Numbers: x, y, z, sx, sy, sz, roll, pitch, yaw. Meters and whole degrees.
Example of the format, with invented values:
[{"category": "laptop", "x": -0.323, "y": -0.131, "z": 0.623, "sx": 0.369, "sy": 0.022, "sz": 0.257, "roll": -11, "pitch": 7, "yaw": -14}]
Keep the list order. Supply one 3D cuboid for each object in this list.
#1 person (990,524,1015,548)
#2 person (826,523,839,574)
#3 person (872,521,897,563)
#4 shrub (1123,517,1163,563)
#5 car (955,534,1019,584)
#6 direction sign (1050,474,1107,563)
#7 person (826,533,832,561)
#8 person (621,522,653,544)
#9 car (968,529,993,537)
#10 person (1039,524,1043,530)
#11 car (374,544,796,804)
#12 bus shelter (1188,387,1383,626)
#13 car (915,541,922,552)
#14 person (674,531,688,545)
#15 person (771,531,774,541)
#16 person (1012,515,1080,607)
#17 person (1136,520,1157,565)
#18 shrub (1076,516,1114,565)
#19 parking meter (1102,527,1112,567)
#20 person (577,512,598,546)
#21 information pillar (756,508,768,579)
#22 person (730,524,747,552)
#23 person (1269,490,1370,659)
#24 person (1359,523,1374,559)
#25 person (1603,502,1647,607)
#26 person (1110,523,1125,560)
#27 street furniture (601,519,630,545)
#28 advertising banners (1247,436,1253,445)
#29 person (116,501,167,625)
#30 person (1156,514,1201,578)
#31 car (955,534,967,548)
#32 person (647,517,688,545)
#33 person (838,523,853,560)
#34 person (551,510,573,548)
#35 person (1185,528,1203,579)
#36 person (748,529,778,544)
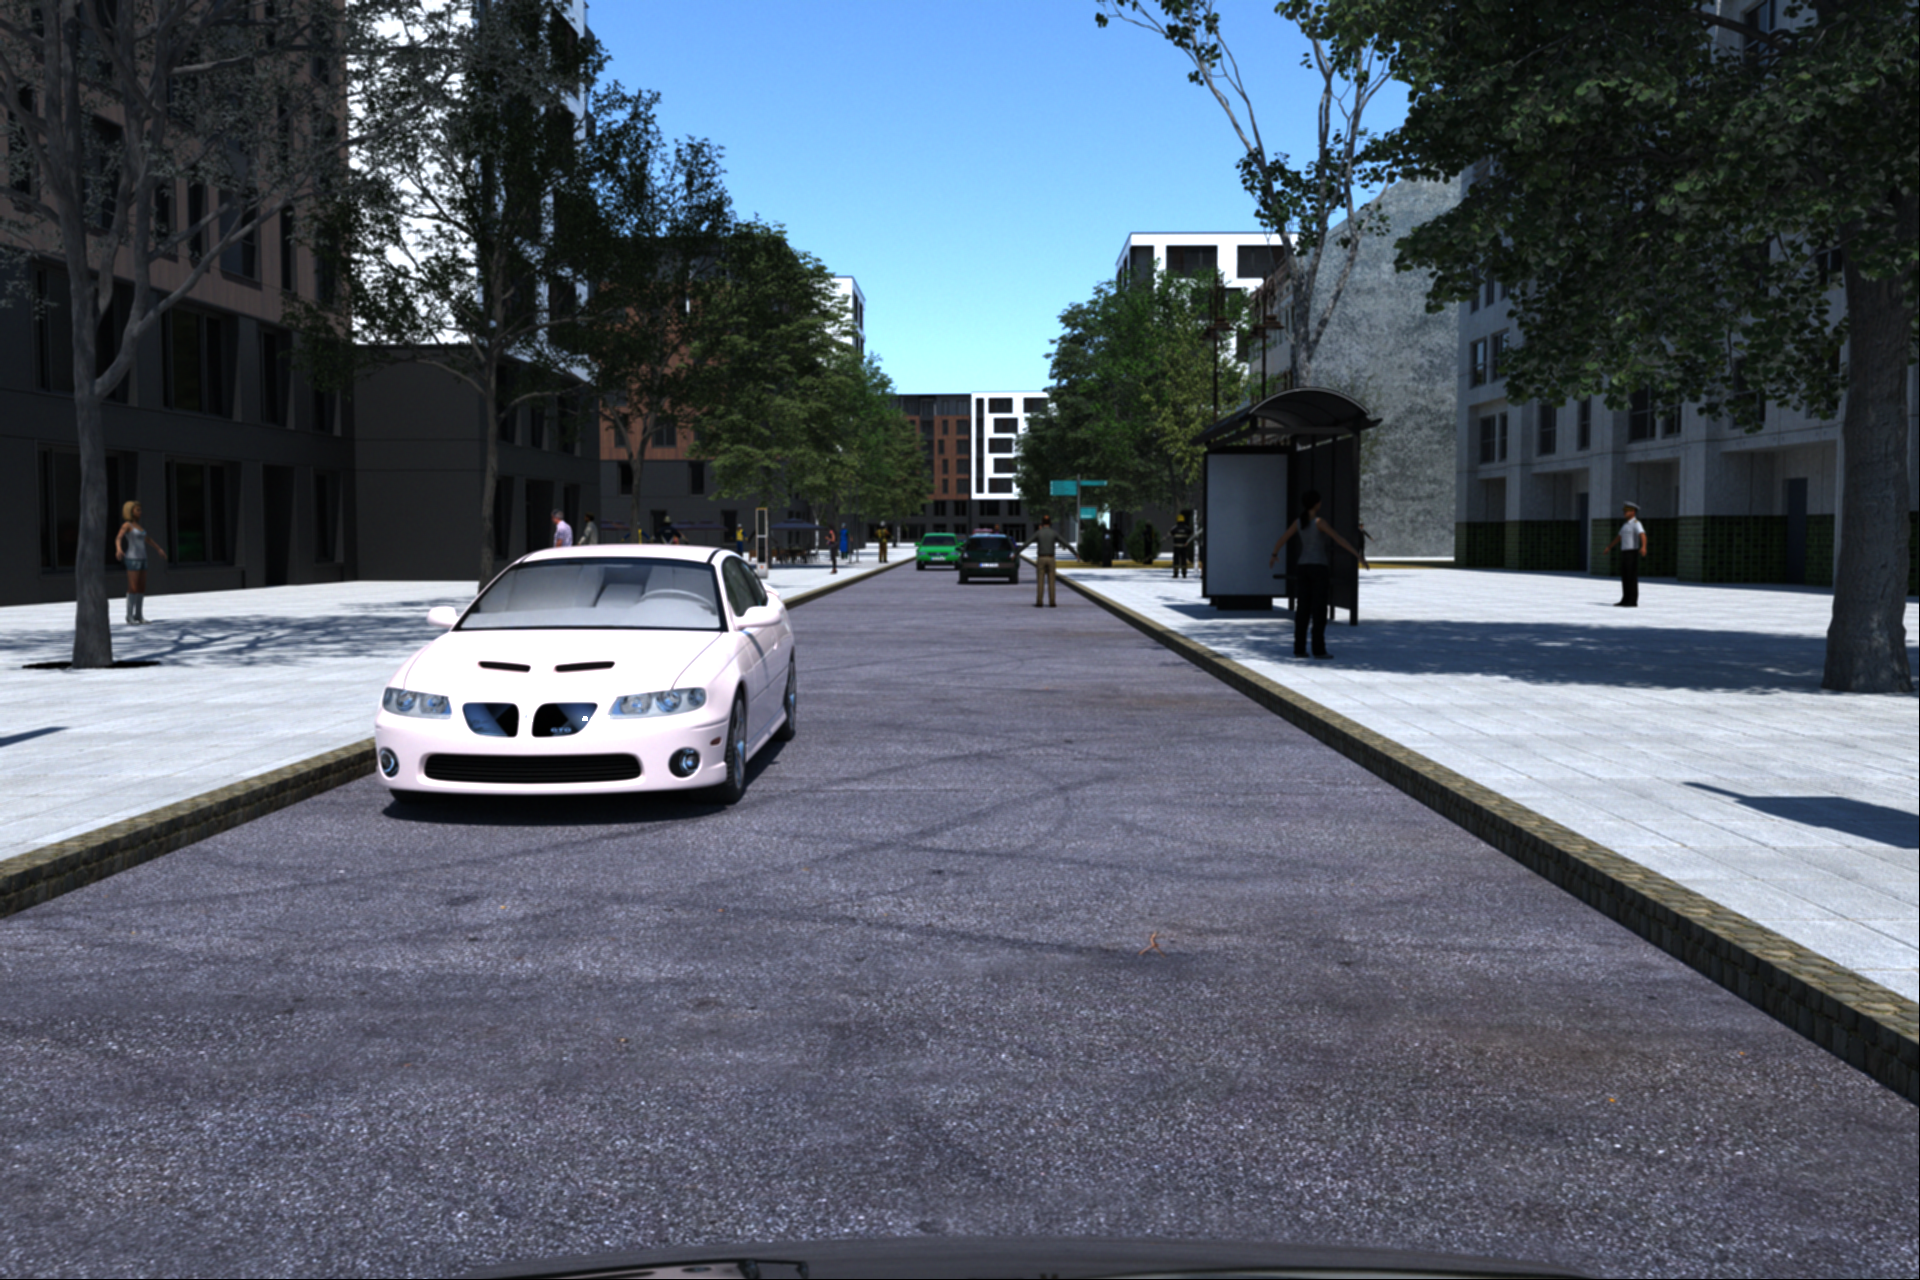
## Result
[{"category": "person", "x": 1.353, "y": -3.346, "z": 63.390, "sx": 1.346, "sy": 1.802, "sz": 0.704, "roll": 0, "pitch": 4, "yaw": 0}, {"category": "person", "x": -4.139, "y": -2.960, "z": 55.916, "sx": 0.415, "sy": 1.643, "sz": 0.593, "roll": -2, "pitch": 4, "yaw": -29}, {"category": "person", "x": -3.420, "y": -4.374, "z": 77.280, "sx": 1.354, "sy": 1.858, "sz": 0.705, "roll": 2, "pitch": 4, "yaw": 33}, {"category": "shrub", "x": 8.110, "y": -4.442, "z": 76.661, "sx": 1.661, "sy": 2.075, "sz": 1.752, "roll": 0, "pitch": 3, "yaw": 0}, {"category": "car", "x": 0.843, "y": -2.506, "z": 50.765, "sx": 2.009, "sy": 1.686, "sz": 4.222, "roll": 0, "pitch": 4, "yaw": 1}, {"category": "direction sign", "x": 5.268, "y": -5.366, "z": 76.489, "sx": 2.525, "sy": 3.948, "sz": 1.411, "roll": 0, "pitch": 4, "yaw": 0}, {"category": "person", "x": -6.277, "y": -4.550, "z": 83.656, "sx": 0.599, "sy": 1.433, "sz": 0.991, "roll": 1, "pitch": 4, "yaw": 11}, {"category": "person", "x": -12.457, "y": -3.686, "z": 66.734, "sx": 1.216, "sy": 1.772, "sz": 0.721, "roll": 0, "pitch": 4, "yaw": -4}, {"category": "car", "x": 1.736, "y": -7.424, "z": 130.057, "sx": 2.281, "sy": 1.827, "sz": 5.304, "roll": 0, "pitch": 4, "yaw": 1}, {"category": "person", "x": 3.071, "y": -3.474, "z": 65.391, "sx": 0.704, "sy": 1.812, "sz": 1.346, "roll": 0, "pitch": 4, "yaw": -2}, {"category": "car", "x": -2.088, "y": 0.100, "z": 10.723, "sx": 2.083, "sy": 1.381, "sz": 4.827, "roll": 0, "pitch": 4, "yaw": 0}, {"category": "bus shelter", "x": 4.837, "y": -2.000, "z": 26.616, "sx": 2.014, "sy": 3.302, "sz": 5.546, "roll": 0, "pitch": 4, "yaw": 1}, {"category": "car", "x": -1.242, "y": -4.445, "z": 85.263, "sx": 1.945, "sy": 1.354, "sz": 3.894, "roll": 0, "pitch": 4, "yaw": 1}, {"category": "person", "x": -13.869, "y": -4.757, "z": 84.581, "sx": 1.217, "sy": 1.733, "sz": 0.721, "roll": 1, "pitch": 4, "yaw": 12}, {"category": "person", "x": -11.314, "y": -5.884, "z": 102.393, "sx": 0.705, "sy": 1.806, "sz": 1.347, "roll": 1, "pitch": 4, "yaw": 21}, {"category": "person", "x": 1.687, "y": -1.542, "z": 33.932, "sx": 1.348, "sy": 1.796, "sz": 0.705, "roll": 0, "pitch": 3, "yaw": 0}, {"category": "person", "x": 7.854, "y": -4.071, "z": 72.347, "sx": 0.705, "sy": 1.856, "sz": 1.354, "roll": 3, "pitch": 5, "yaw": 43}, {"category": "shrub", "x": 5.642, "y": -4.146, "z": 72.204, "sx": 1.690, "sy": 2.028, "sz": 1.600, "roll": 0, "pitch": 3, "yaw": 0}, {"category": "parking meter", "x": 5.668, "y": -3.564, "z": 66.684, "sx": 0.372, "sy": 1.533, "sz": 0.369, "roll": 0, "pitch": 3, "yaw": 0}, {"category": "person", "x": -9.003, "y": -2.198, "z": 42.031, "sx": 0.704, "sy": 1.819, "sz": 1.344, "roll": 0, "pitch": 4, "yaw": 7}, {"category": "information pillar", "x": -5.675, "y": -2.765, "z": 49.696, "sx": 0.304, "sy": 2.012, "sz": 0.304, "roll": 0, "pitch": 4, "yaw": 0}, {"category": "person", "x": -12.571, "y": -5.673, "z": 98.727, "sx": 1.349, "sy": 1.833, "sz": 0.705, "roll": 3, "pitch": 4, "yaw": 38}, {"category": "person", "x": 3.690, "y": -0.680, "z": 17.931, "sx": 0.721, "sy": 1.737, "sz": 1.217, "roll": -3, "pitch": 5, "yaw": -43}, {"category": "person", "x": 20.232, "y": -4.976, "z": 87.285, "sx": 1.347, "sy": 1.837, "sz": 0.705, "roll": -1, "pitch": 4, "yaw": -22}, {"category": "person", "x": 11.808, "y": -1.518, "z": 30.614, "sx": 0.704, "sy": 1.855, "sz": 1.343, "roll": 0, "pitch": 4, "yaw": -8}, {"category": "person", "x": 7.643, "y": -4.846, "z": 85.411, "sx": 1.347, "sy": 1.806, "sz": 0.705, "roll": -2, "pitch": 4, "yaw": -31}, {"category": "street furniture", "x": -28.444, "y": -4.147, "z": 72.837, "sx": 27.439, "sy": 1.986, "sz": 14.083, "roll": 0, "pitch": 4, "yaw": 2}, {"category": "advertising banners", "x": 4.995, "y": -2.111, "z": 30.708, "sx": 0.090, "sy": 3.025, "sz": 2.074, "roll": 0, "pitch": 4, "yaw": 1}, {"category": "person", "x": -11.624, "y": -1.099, "z": 24.578, "sx": 0.721, "sy": 1.753, "sz": 1.214, "roll": 0, "pitch": 4, "yaw": 4}, {"category": "person", "x": 6.381, "y": -2.719, "z": 50.222, "sx": 1.351, "sy": 1.858, "sz": 0.704, "roll": 0, "pitch": 4, "yaw": -4}, {"category": "car", "x": -0.063, "y": -9.383, "z": 163.205, "sx": 2.009, "sy": 1.686, "sz": 4.222, "roll": 0, "pitch": 4, "yaw": 1}, {"category": "person", "x": -9.441, "y": -3.061, "z": 55.913, "sx": 1.351, "sy": 1.845, "sz": 0.704, "roll": -1, "pitch": 4, "yaw": -15}, {"category": "person", "x": -5.807, "y": -4.909, "z": 86.384, "sx": 1.347, "sy": 1.817, "sz": 0.704, "roll": 3, "pitch": 5, "yaw": 41}, {"category": "person", "x": -7.067, "y": -1.443, "z": 30.569, "sx": 0.436, "sy": 1.711, "sz": 0.756, "roll": 1, "pitch": 4, "yaw": 12}, {"category": "person", "x": 6.996, "y": -2.590, "z": 49.181, "sx": 1.217, "sy": 1.735, "sz": 0.721, "roll": 0, "pitch": 4, "yaw": 3}, {"category": "person", "x": -7.549, "y": -3.654, "z": 65.876, "sx": 1.348, "sy": 1.813, "sz": 0.705, "roll": 2, "pitch": 4, "yaw": 29}]
